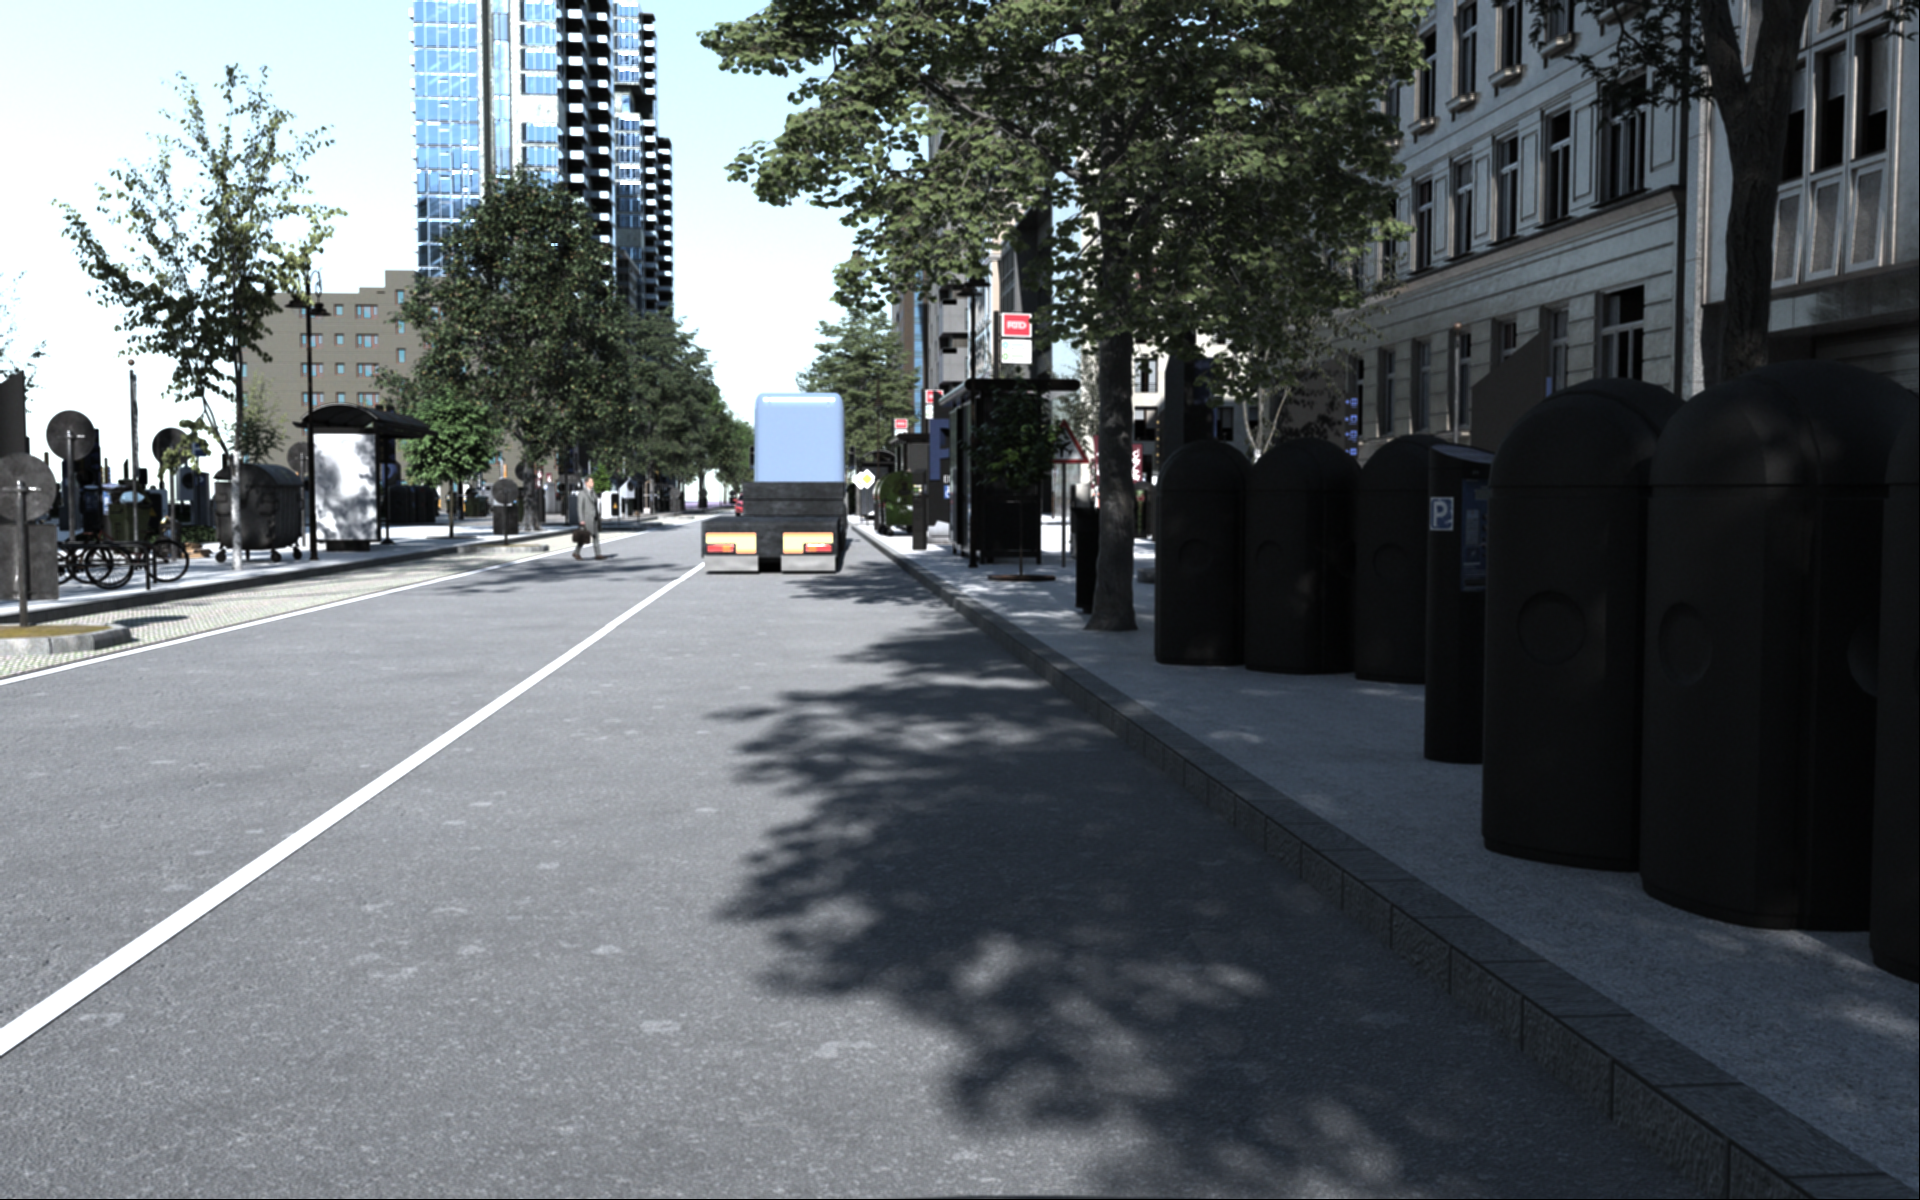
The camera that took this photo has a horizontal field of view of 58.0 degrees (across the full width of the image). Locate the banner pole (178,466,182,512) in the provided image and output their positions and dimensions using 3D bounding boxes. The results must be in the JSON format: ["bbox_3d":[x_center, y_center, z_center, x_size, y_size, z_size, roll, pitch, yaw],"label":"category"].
[{"bbox_3d":[-40.505,-6.109,89.900,0.401,3.779,0.863,-2,4,-35],"label":"banner pole"}]

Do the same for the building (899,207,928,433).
[{"bbox_3d":[-2.038,-37.503,263.277,14.600,45.320,14.200,0,4,-5],"label":"building"}]

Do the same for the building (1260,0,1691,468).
[{"bbox_3d":[18.635,-12.950,45.014,16.112,22.955,30.059,0,4,-5],"label":"building"}]

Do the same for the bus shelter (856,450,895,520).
[{"bbox_3d":[-3.891,-5.389,82.027,2.014,3.302,5.546,0,4,-5],"label":"bus shelter"}]

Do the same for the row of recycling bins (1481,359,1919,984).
[{"bbox_3d":[2.818,0.131,4.970,1.069,1.692,3.534,-1,4,-23],"label":"row of recycling bins"}]

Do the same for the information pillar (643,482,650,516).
[{"bbox_3d":[-18.572,-6.007,102.705,0.304,2.012,0.304,3,5,43],"label":"information pillar"}]

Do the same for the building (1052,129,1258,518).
[{"bbox_3d":[14.120,-14.666,94.539,16.860,20.320,10.420,0,4,-5],"label":"building"}]

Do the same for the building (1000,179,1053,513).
[{"bbox_3d":[11.305,-18.347,119.042,14.314,24.678,30.058,0,4,-5],"label":"building"}]

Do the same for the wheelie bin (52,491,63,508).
[{"bbox_3d":[-62.635,-6.869,120.216,0.693,1.594,0.980,-1,4,-13],"label":"wheelie bin"}]

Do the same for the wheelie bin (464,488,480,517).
[{"bbox_3d":[-26.815,-5.339,95.203,0.693,1.594,0.980,2,4,29],"label":"wheelie bin"}]

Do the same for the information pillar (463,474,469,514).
[{"bbox_3d":[-27.767,-6.468,97.100,0.504,3.616,0.183,-2,4,-33],"label":"information pillar"}]

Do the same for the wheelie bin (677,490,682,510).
[{"bbox_3d":[-21.903,-7.789,135.264,0.693,1.594,0.980,0,4,3],"label":"wheelie bin"}]

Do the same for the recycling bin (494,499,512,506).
[{"bbox_3d":[-23.473,-4.672,88.944,0.722,1.027,0.722,-3,5,-39],"label":"recycling bin"}]

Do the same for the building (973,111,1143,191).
[{"bbox_3d":[14.402,-29.819,179.426,32.217,40.220,23.993,0,4,-5],"label":"building"}]

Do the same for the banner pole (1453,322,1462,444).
[{"bbox_3d":[7.174,-2.146,25.105,0.401,3.779,0.863,1,4,18],"label":"banner pole"}]

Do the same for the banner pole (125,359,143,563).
[{"bbox_3d":[-15.212,-2.566,31.967,0.401,3.779,0.863,-2,4,-33],"label":"banner pole"}]

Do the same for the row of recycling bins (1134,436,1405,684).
[{"bbox_3d":[2.902,-0.321,12.355,3.534,1.692,1.069,3,5,40],"label":"row of recycling bins"}]

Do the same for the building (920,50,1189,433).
[{"bbox_3d":[10.514,-37.636,204.590,28.713,52.752,27.495,0,4,-5],"label":"building"}]

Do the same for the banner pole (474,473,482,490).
[{"bbox_3d":[-35.644,-8.431,127.860,0.863,3.779,0.401,-3,4,-37],"label":"banner pole"}]

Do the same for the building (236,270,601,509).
[{"bbox_3d":[-49.385,-19.486,163.640,27.650,21.520,28.899,0,4,-5],"label":"building"}]

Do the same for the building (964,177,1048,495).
[{"bbox_3d":[7.719,-21.892,143.838,13.634,28.700,20.117,0,4,-5],"label":"building"}]

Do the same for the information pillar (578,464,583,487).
[{"bbox_3d":[-29.194,-8.685,133.346,0.504,3.616,0.183,2,4,30],"label":"information pillar"}]

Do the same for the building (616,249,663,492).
[{"bbox_3d":[-60.467,-34.432,254.843,32.217,40.220,23.993,0,4,-5],"label":"building"}]

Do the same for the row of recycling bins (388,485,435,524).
[{"bbox_3d":[-24.254,-4.243,76.483,1.069,1.692,3.534,1,4,8],"label":"row of recycling bins"}]

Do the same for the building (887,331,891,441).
[{"bbox_3d":[-6.010,-32.641,305.376,14.160,30.474,14.107,0,4,-5],"label":"building"}]

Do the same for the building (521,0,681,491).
[{"bbox_3d":[-56.836,-59.306,282.316,22.319,86.520,31.000,0,4,-5],"label":"building"}]

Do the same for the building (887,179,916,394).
[{"bbox_3d":[2.749,-42.515,284.362,28.713,52.752,27.495,0,4,-5],"label":"building"}]

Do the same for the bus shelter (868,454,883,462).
[{"bbox_3d":[-3.611,-6.834,89.360,2.179,5.291,8.768,0,4,-5],"label":"bus shelter"}]

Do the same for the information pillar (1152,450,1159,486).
[{"bbox_3d":[9.158,-5.459,80.606,0.504,3.616,0.183,3,5,41],"label":"information pillar"}]

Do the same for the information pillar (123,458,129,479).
[{"bbox_3d":[-53.763,-7.363,111.735,0.183,3.616,0.504,0,4,4],"label":"information pillar"}]

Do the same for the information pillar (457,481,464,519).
[{"bbox_3d":[-25.467,-5.125,88.290,0.304,2.012,0.304,-1,4,-19],"label":"information pillar"}]

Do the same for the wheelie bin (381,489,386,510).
[{"bbox_3d":[-33.912,-5.713,101.323,0.980,1.594,0.693,-3,4,-37],"label":"wheelie bin"}]

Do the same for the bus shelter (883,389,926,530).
[{"bbox_3d":[-1.462,-5.273,63.849,2.179,5.291,8.768,0,4,-5],"label":"bus shelter"}]

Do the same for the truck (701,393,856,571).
[{"bbox_3d":[-3.932,-3.083,40.173,2.967,4.110,18.799,0,4,-3],"label":"truck"}]

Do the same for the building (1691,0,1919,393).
[{"bbox_3d":[19.263,-12.344,19.848,12.078,24.808,19.932,0,4,-5],"label":"building"}]

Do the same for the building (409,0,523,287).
[{"bbox_3d":[-48.866,-53.770,191.814,22.319,86.520,31.000,0,4,-5],"label":"building"}]

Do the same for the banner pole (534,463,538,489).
[{"bbox_3d":[-19.738,-5.518,80.236,0.863,3.779,0.401,2,4,33],"label":"banner pole"}]

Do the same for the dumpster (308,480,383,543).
[{"bbox_3d":[-16.253,-2.650,45.820,1.502,2.255,1.985,0,4,-5],"label":"dumpster"}]

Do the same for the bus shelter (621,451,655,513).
[{"bbox_3d":[-23.014,-8.873,122.699,2.179,5.291,8.768,0,4,-5],"label":"bus shelter"}]

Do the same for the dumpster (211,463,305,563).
[{"bbox_3d":[-13.408,-1.672,33.099,1.264,1.857,1.865,0,4,-5],"label":"dumpster"}]

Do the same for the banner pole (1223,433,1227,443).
[{"bbox_3d":[10.761,-4.921,70.473,0.401,3.779,0.863,1,4,10],"label":"banner pole"}]

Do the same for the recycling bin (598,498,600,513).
[{"bbox_3d":[-22.100,-5.758,106.690,0.722,1.027,0.722,3,5,40],"label":"recycling bin"}]

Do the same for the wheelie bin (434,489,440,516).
[{"bbox_3d":[-30.557,-5.634,100.031,0.693,1.594,0.980,3,5,40],"label":"wheelie bin"}]

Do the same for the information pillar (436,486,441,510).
[{"bbox_3d":[-42.085,-9.075,139.725,0.183,3.616,0.504,-3,5,-44],"label":"information pillar"}]

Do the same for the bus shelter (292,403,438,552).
[{"bbox_3d":[-13.989,-2.888,41.138,2.014,3.302,5.546,0,4,-5],"label":"bus shelter"}]

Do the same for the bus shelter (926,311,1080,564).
[{"bbox_3d":[0.767,-3.554,35.737,2.179,5.291,8.768,0,4,-5],"label":"bus shelter"}]
